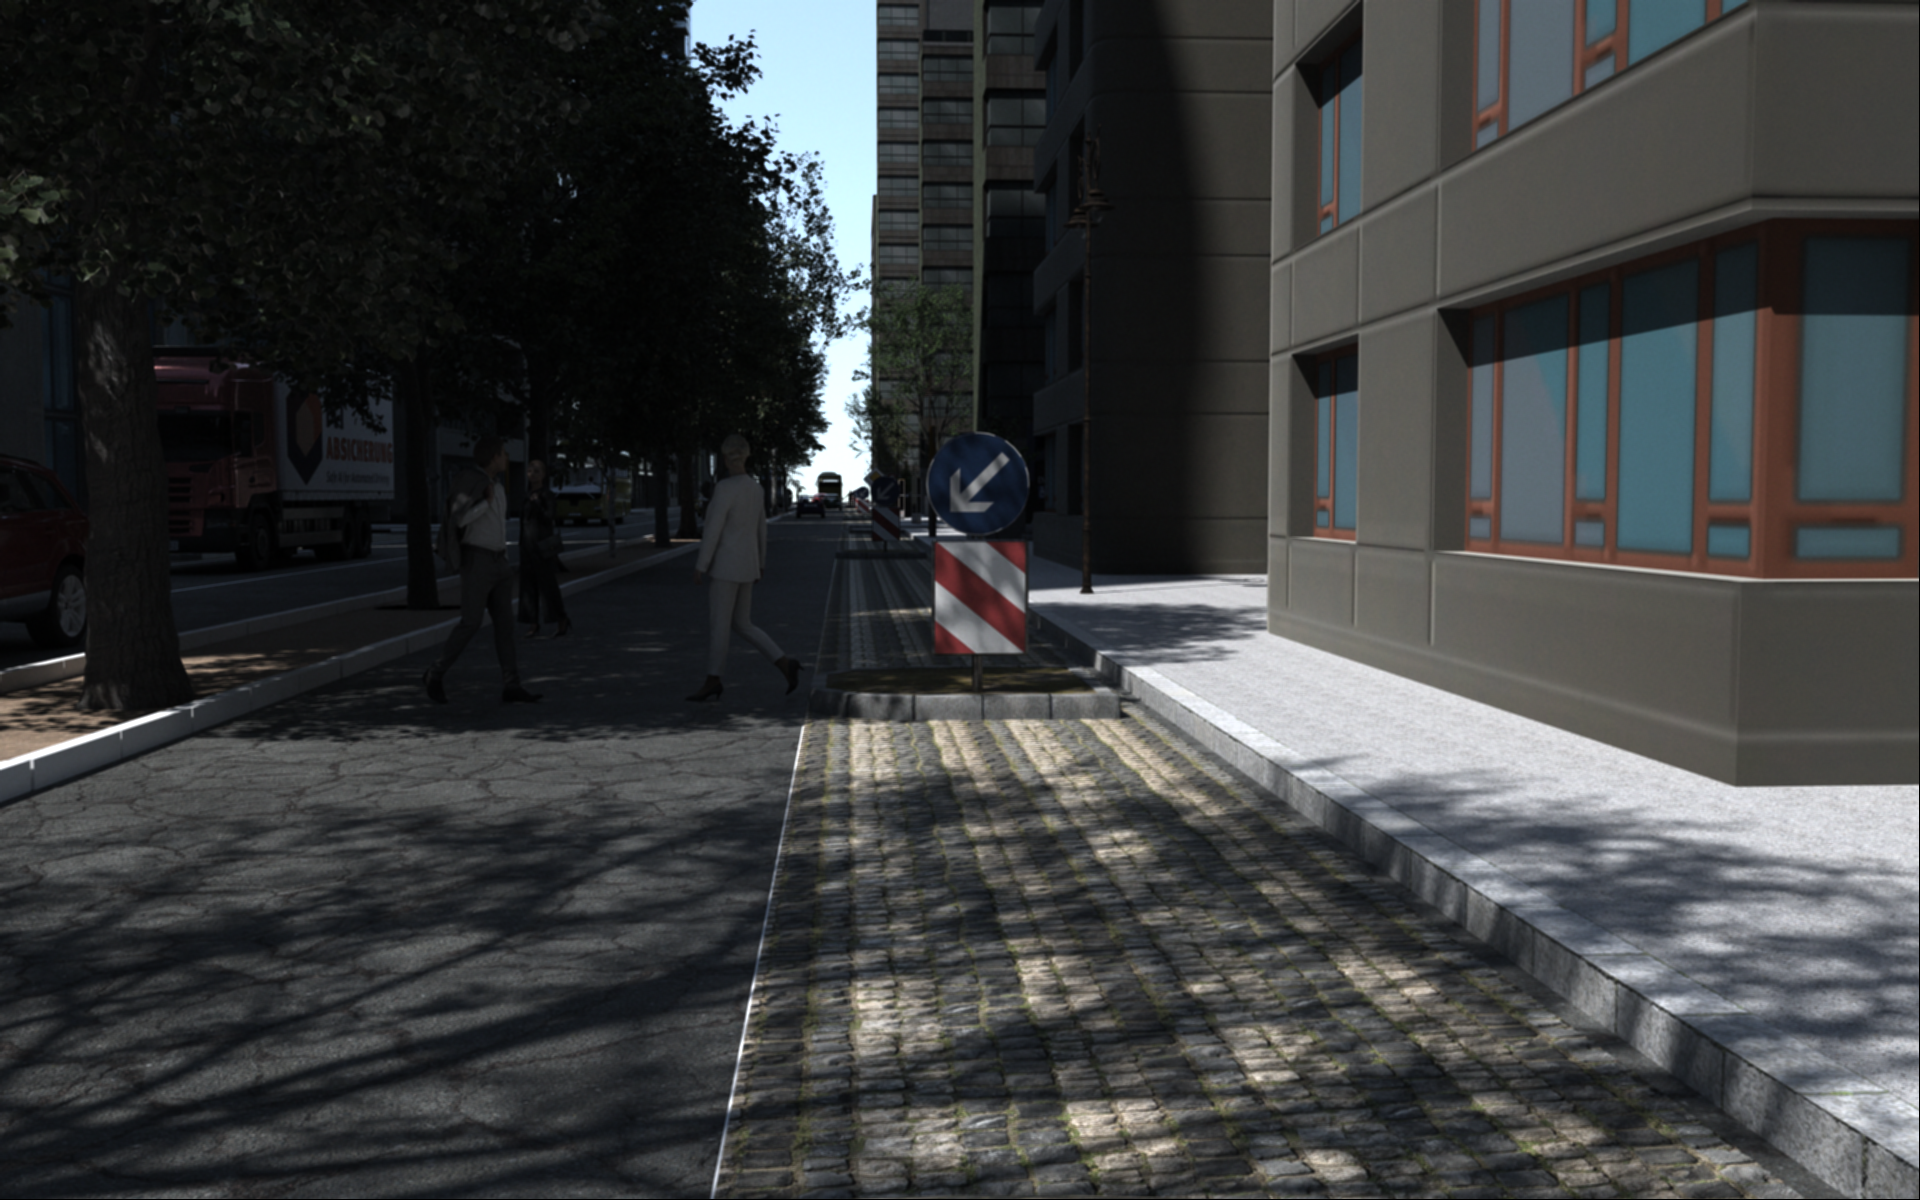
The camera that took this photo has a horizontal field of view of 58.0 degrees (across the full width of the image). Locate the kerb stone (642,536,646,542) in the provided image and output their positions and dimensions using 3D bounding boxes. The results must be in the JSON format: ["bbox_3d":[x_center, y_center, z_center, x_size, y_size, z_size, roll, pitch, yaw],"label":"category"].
[{"bbox_3d":[-9.384,-1.741,50.661,0.120,0.150,1.000,0,4,-4],"label":"kerb stone"}]

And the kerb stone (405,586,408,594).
[{"bbox_3d":[-7.665,-0.116,24.086,0.120,0.150,1.000,0,4,-4],"label":"kerb stone"}]

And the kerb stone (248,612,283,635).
[{"bbox_3d":[-7.268,0.259,17.958,0.120,0.150,1.000,0,4,-4],"label":"kerb stone"}]

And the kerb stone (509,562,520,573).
[{"bbox_3d":[-8.195,-0.616,32.263,0.120,0.150,1.000,0,4,-4],"label":"kerb stone"}]

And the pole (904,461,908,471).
[{"bbox_3d":[-3.285,-6.839,105.653,0.158,3.312,0.155,0,3,0],"label":"pole"}]

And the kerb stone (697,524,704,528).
[{"bbox_3d":[-10.817,-3.089,72.737,0.120,0.150,1.000,0,4,-4],"label":"kerb stone"}]

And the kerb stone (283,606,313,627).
[{"bbox_3d":[-7.335,0.198,18.979,0.120,0.150,1.000,0,4,-4],"label":"kerb stone"}]

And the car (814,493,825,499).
[{"bbox_3d":[-13.180,-9.507,164.486,2.155,1.783,4.494,0,4,-5],"label":"car"}]

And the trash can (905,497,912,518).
[{"bbox_3d":[-2.932,-5.041,94.076,0.748,1.137,0.748,0,3,0],"label":"trash can"}]

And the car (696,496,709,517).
[{"bbox_3d":[-15.936,-6.199,111.584,2.015,1.641,3.980,0,4,-3],"label":"car"}]

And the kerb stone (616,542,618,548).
[{"bbox_3d":[-8.987,-1.366,44.538,0.120,0.150,1.000,0,4,-4],"label":"kerb stone"}]

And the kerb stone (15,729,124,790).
[{"bbox_3d":[-4.567,0.815,8.867,0.120,0.150,1.000,0,4,-4],"label":"kerb stone"}]

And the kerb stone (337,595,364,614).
[{"bbox_3d":[-7.464,0.072,21.019,0.120,0.150,1.000,0,4,-4],"label":"kerb stone"}]

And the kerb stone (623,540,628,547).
[{"bbox_3d":[-9.126,-1.491,46.579,0.120,0.150,1.000,0,4,-4],"label":"kerb stone"}]

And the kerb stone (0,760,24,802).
[{"bbox_3d":[-4.508,0.878,7.847,0.120,0.150,1.000,0,4,-4],"label":"kerb stone"}]

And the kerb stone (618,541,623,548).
[{"bbox_3d":[-9.059,-1.426,45.557,0.120,0.150,1.000,0,4,-4],"label":"kerb stone"}]

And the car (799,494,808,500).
[{"bbox_3d":[-26.139,-16.998,289.912,2.014,1.417,4.499,0,4,-5],"label":"car"}]

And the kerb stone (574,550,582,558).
[{"bbox_3d":[-8.587,-0.992,38.409,0.120,0.150,1.000,0,4,-4],"label":"kerb stone"}]

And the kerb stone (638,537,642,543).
[{"bbox_3d":[-9.315,-1.679,49.641,0.120,0.150,1.000,0,4,-4],"label":"kerb stone"}]

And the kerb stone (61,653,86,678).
[{"bbox_3d":[-7.010,0.509,13.874,0.120,0.150,1.000,0,4,-4],"label":"kerb stone"}]

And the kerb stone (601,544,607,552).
[{"bbox_3d":[-8.859,-1.239,42.494,0.120,0.150,1.000,0,4,-4],"label":"kerb stone"}]

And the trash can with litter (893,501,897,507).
[{"bbox_3d":[-4.462,-6.897,124.150,0.624,1.170,1.055,-2,4,-24],"label":"trash can with litter"}]

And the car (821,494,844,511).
[{"bbox_3d":[-11.130,-8.460,150.126,2.131,1.459,4.920,0,4,-4],"label":"car"}]

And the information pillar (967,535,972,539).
[{"bbox_3d":[0.367,-2.465,44.787,0.304,2.012,0.304,2,4,28],"label":"information pillar"}]

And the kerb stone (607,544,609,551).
[{"bbox_3d":[-8.925,-1.298,43.518,0.120,0.150,1.000,0,4,-4],"label":"kerb stone"}]

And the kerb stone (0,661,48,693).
[{"bbox_3d":[-6.935,0.572,12.848,0.120,0.150,1.000,0,4,-4],"label":"kerb stone"}]

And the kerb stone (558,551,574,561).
[{"bbox_3d":[-8.524,-0.928,37.383,0.120,0.150,1.000,0,4,-4],"label":"kerb stone"}]

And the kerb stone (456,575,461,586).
[{"bbox_3d":[-7.864,-0.303,27.152,0.120,0.150,1.000,0,4,-4],"label":"kerb stone"}]

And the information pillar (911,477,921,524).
[{"bbox_3d":[-1.882,-4.287,74.579,0.304,2.012,0.304,3,5,39],"label":"information pillar"}]

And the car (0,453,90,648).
[{"bbox_3d":[-9.237,-0.366,14.665,2.281,1.827,5.304,0,4,-3],"label":"car"}]

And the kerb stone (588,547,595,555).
[{"bbox_3d":[-8.728,-1.111,40.454,0.120,0.150,1.000,0,4,-4],"label":"kerb stone"}]

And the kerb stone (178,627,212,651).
[{"bbox_3d":[-7.139,0.384,15.914,0.120,0.150,1.000,0,4,-4],"label":"kerb stone"}]

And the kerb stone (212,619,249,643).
[{"bbox_3d":[-7.208,0.324,16.934,0.120,0.150,1.000,0,4,-4],"label":"kerb stone"}]

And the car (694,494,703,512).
[{"bbox_3d":[-20.567,-7.994,140.931,2.015,1.641,3.980,0,4,-2],"label":"car"}]

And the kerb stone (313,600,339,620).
[{"bbox_3d":[-7.407,0.138,19.998,0.120,0.150,1.000,0,4,-4],"label":"kerb stone"}]

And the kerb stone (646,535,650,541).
[{"bbox_3d":[-9.452,-1.804,51.690,0.120,0.150,1.000,0,4,-4],"label":"kerb stone"}]

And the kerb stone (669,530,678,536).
[{"bbox_3d":[-10.052,-2.367,60.888,0.120,0.150,1.000,0,4,-4],"label":"kerb stone"}]

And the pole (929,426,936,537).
[{"bbox_3d":[-0.825,-3.549,51.864,0.158,3.312,0.155,0,3,0],"label":"pole"}]

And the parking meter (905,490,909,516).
[{"bbox_3d":[-3.132,-5.646,100.726,0.372,1.533,0.369,0,3,0],"label":"parking meter"}]

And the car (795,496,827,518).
[{"bbox_3d":[-8.936,-5.573,103.703,1.945,1.354,3.894,0,4,-5],"label":"car"}]

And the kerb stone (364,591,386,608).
[{"bbox_3d":[-7.529,0.014,22.041,0.120,0.150,1.000,0,4,-4],"label":"kerb stone"}]

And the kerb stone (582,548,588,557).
[{"bbox_3d":[-8.659,-1.052,39.429,0.120,0.150,1.000,0,4,-4],"label":"kerb stone"}]

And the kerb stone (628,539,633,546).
[{"bbox_3d":[-9.180,-1.551,47.600,0.120,0.150,1.000,0,4,-4],"label":"kerb stone"}]

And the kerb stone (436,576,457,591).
[{"bbox_3d":[-7.796,-0.238,26.132,0.120,0.150,1.000,0,4,-4],"label":"kerb stone"}]

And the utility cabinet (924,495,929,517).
[{"bbox_3d":[-1.849,-5.294,97.721,0.306,1.237,1.020,0,4,3],"label":"utility cabinet"}]

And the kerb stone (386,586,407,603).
[{"bbox_3d":[-7.591,-0.045,23.067,0.120,0.150,1.000,0,4,-4],"label":"kerb stone"}]

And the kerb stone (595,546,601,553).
[{"bbox_3d":[-8.795,-1.179,41.473,0.120,0.150,1.000,0,4,-4],"label":"kerb stone"}]

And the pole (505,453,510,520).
[{"bbox_3d":[-22.273,-5.585,85.156,0.158,3.312,0.155,0,3,0],"label":"pole"}]

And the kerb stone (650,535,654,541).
[{"bbox_3d":[-9.517,-1.867,52.715,0.120,0.150,1.000,0,4,-4],"label":"kerb stone"}]

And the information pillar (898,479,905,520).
[{"bbox_3d":[-2.939,-5.046,86.996,0.304,2.012,0.304,0,4,-6],"label":"information pillar"}]

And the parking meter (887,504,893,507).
[{"bbox_3d":[-4.311,-5.974,106.081,0.372,1.533,0.369,0,3,0],"label":"parking meter"}]

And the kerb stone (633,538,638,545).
[{"bbox_3d":[-9.246,-1.614,48.621,0.120,0.150,1.000,0,4,-4],"label":"kerb stone"}]
